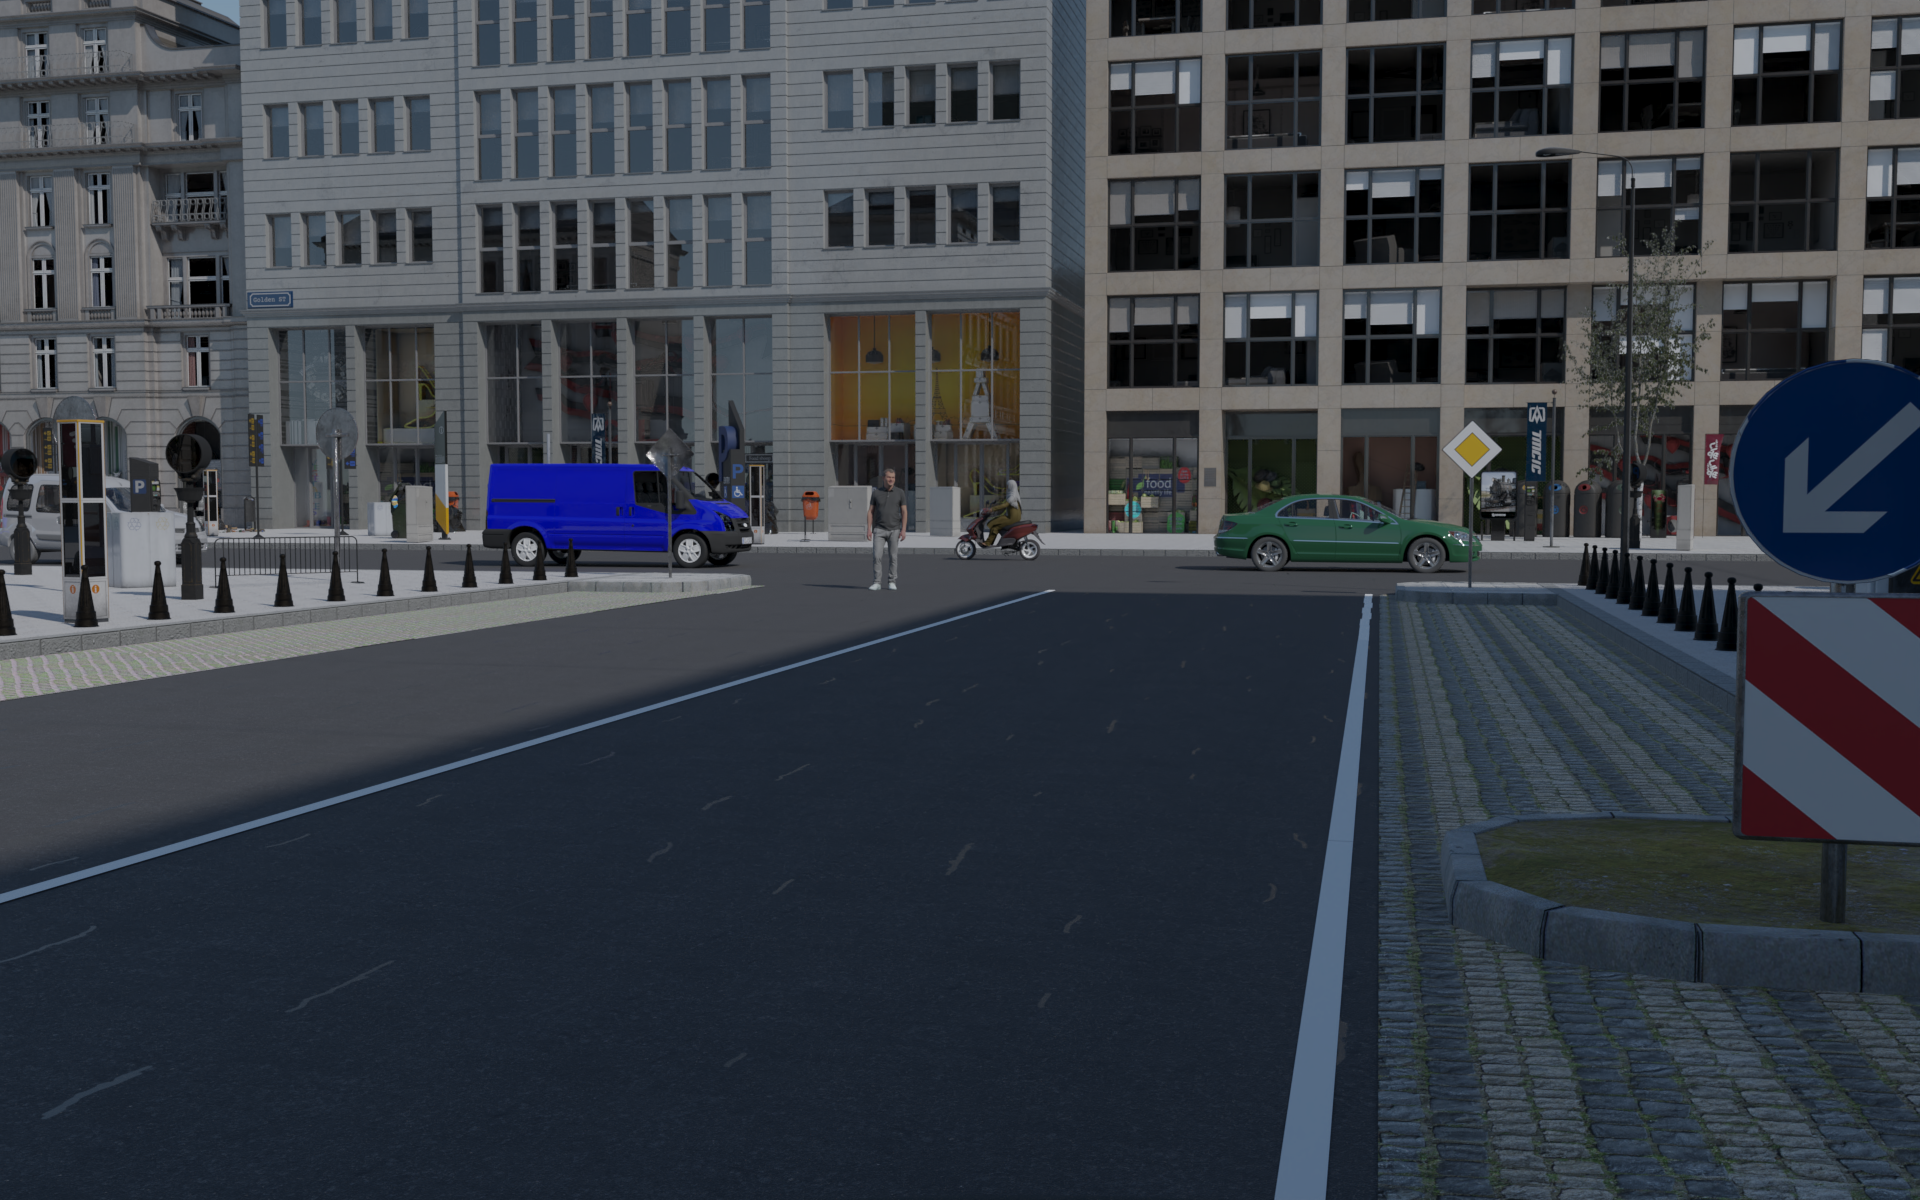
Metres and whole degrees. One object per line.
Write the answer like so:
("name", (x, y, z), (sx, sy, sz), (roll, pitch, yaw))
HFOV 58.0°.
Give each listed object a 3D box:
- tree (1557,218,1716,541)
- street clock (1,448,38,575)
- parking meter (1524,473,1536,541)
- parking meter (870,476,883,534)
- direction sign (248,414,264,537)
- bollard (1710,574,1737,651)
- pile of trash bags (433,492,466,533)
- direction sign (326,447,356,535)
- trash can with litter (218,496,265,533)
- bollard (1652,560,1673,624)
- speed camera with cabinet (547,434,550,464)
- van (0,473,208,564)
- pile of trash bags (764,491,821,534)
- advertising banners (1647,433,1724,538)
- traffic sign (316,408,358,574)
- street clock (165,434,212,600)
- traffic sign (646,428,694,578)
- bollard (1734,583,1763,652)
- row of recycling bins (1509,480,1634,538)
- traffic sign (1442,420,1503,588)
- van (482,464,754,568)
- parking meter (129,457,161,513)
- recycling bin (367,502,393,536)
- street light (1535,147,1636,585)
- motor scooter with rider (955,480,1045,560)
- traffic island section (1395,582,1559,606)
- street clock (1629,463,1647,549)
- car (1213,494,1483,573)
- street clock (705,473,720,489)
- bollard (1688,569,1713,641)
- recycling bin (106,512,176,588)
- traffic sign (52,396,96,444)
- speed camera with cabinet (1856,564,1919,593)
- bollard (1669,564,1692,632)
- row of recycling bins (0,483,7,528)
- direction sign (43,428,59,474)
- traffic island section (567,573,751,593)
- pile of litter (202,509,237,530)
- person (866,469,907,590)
("tree", (18.512, -5.920, 47.152), (4.360, 8.622, 3.978), (0, 3, 0))
("street clock", (-14.863, -1.397, 27.417), (0.358, 2.002, 0.471), (2, 4, 29))
("parking meter", (15.477, -2.528, 47.037), (0.255, 1.863, 0.399), (1, 4, 12))
("parking meter", (-2.727, -3.091, 56.253), (0.399, 1.863, 0.255), (2, 4, 33))
("direction sign", (-20.008, -3.504, 49.289), (0.379, 3.537, 0.876), (0, 4, 3))
("bollard", (6.322, 0.113, 14.202), (0.229, 0.601, 0.229), (0, 3, 0))
("pile of trash bags", (-17.743, -3.010, 58.960), (1.912, 1.369, 3.447), (0, 4, 1))
("direction sign", (-19.242, -3.785, 53.878), (0.876, 3.537, 0.379), (-1, 4, -18))
("trash can with litter", (-24.258, -2.890, 58.312), (1.678, 1.210, 2.233), (1, 4, 15))
("bollard", (7.050, -0.072, 17.217), (0.229, 0.601, 0.229), (0, 3, 0))
("speed camera with cabinet", (-12.794, -3.806, 56.563), (2.038, 3.252, 0.660), (2, 4, 33))
("van", (-17.570, -1.748, 35.591), (4.112, 2.044, 2.013), (1, 4, 14))
("pile of trash bags", (-6.159, -2.820, 55.854), (3.447, 1.369, 1.912), (1, 4, 11))
("advertising banners", (21.017, -3.302, 50.177), (2.074, 3.025, 0.090), (0, 4, 7))
("traffic sign", (-9.192, -1.555, 25.527), (0.768, 2.556, 0.104), (1, 4, 21))
("street clock", (-9.332, -1.005, 20.999), (0.471, 2.002, 0.358), (0, 4, 6))
("traffic sign", (-4.430, -1.394, 26.438), (0.795, 2.450, 0.064), (1, 4, 14))
("bollard", (6.076, 0.174, 13.200), (0.229, 0.601, 0.229), (0, 3, 0))
("row of recycling bins", (18.085, -2.702, 51.288), (3.534, 1.692, 1.069), (2, 4, 27))
("traffic sign", (6.981, -1.224, 23.662), (0.795, 2.450, 0.064), (1, 4, 14))
("van", (-6.736, -1.846, 34.568), (5.245, 2.365, 2.240), (1, 4, 12))
("parking meter", (-12.895, -1.329, 27.440), (0.399, 1.863, 0.255), (1, 4, 8))
("recycling bin", (-17.695, -2.478, 53.070), (0.722, 1.027, 0.722), (-2, 4, -35))
("street light", (8.399, -3.101, 23.243), (1.470, 5.913, 1.316), (1, 4, 14))
("motor scooter with rider", (0.875, -1.746, 37.511), (1.986, 1.779, 0.876), (1, 4, 13))
("traffic island section", (7.005, -0.089, 23.733), (2.009, 0.180, 2.903), (1, 4, 14))
("street clock", (15.921, -2.218, 40.836), (0.358, 2.002, 0.471), (-2, 4, -25))
("car", (7.236, -1.264, 32.472), (4.920, 1.459, 2.131), (1, 4, 14))
("street clock", (-8.312, -3.286, 58.300), (0.471, 2.002, 0.358), (-1, 4, -21))
("bollard", (6.563, 0.051, 15.200), (0.229, 0.601, 0.229), (0, 3, 0))
("recycling bin", (-11.356, -0.700, 23.998), (0.722, 1.027, 0.722), (-3, 5, -43))
("traffic sign", (-11.509, -1.369, 22.492), (0.768, 2.556, 0.104), (1, 4, 22))
("speed camera with cabinet", (8.592, -1.224, 14.348), (2.038, 3.252, 0.660), (1, 4, 11))
("bollard", (6.811, -0.010, 16.212), (0.229, 0.601, 0.229), (0, 3, 0))
("row of recycling bins", (-31.263, -2.939, 55.168), (1.069, 1.692, 3.534), (1, 4, 20))
("direction sign", (-30.785, -4.096, 58.966), (0.876, 3.537, 0.379), (1, 4, 14))
("traffic island section", (-4.454, -0.258, 26.505), (2.009, 0.180, 2.903), (1, 4, 14))
("pile of litter", (-26.608, -2.930, 61.871), (1.719, 0.858, 1.176), (2, 4, 34))
("person", (-1.106, -1.058, 25.931), (0.598, 1.807, 0.434), (1, 4, 11))
